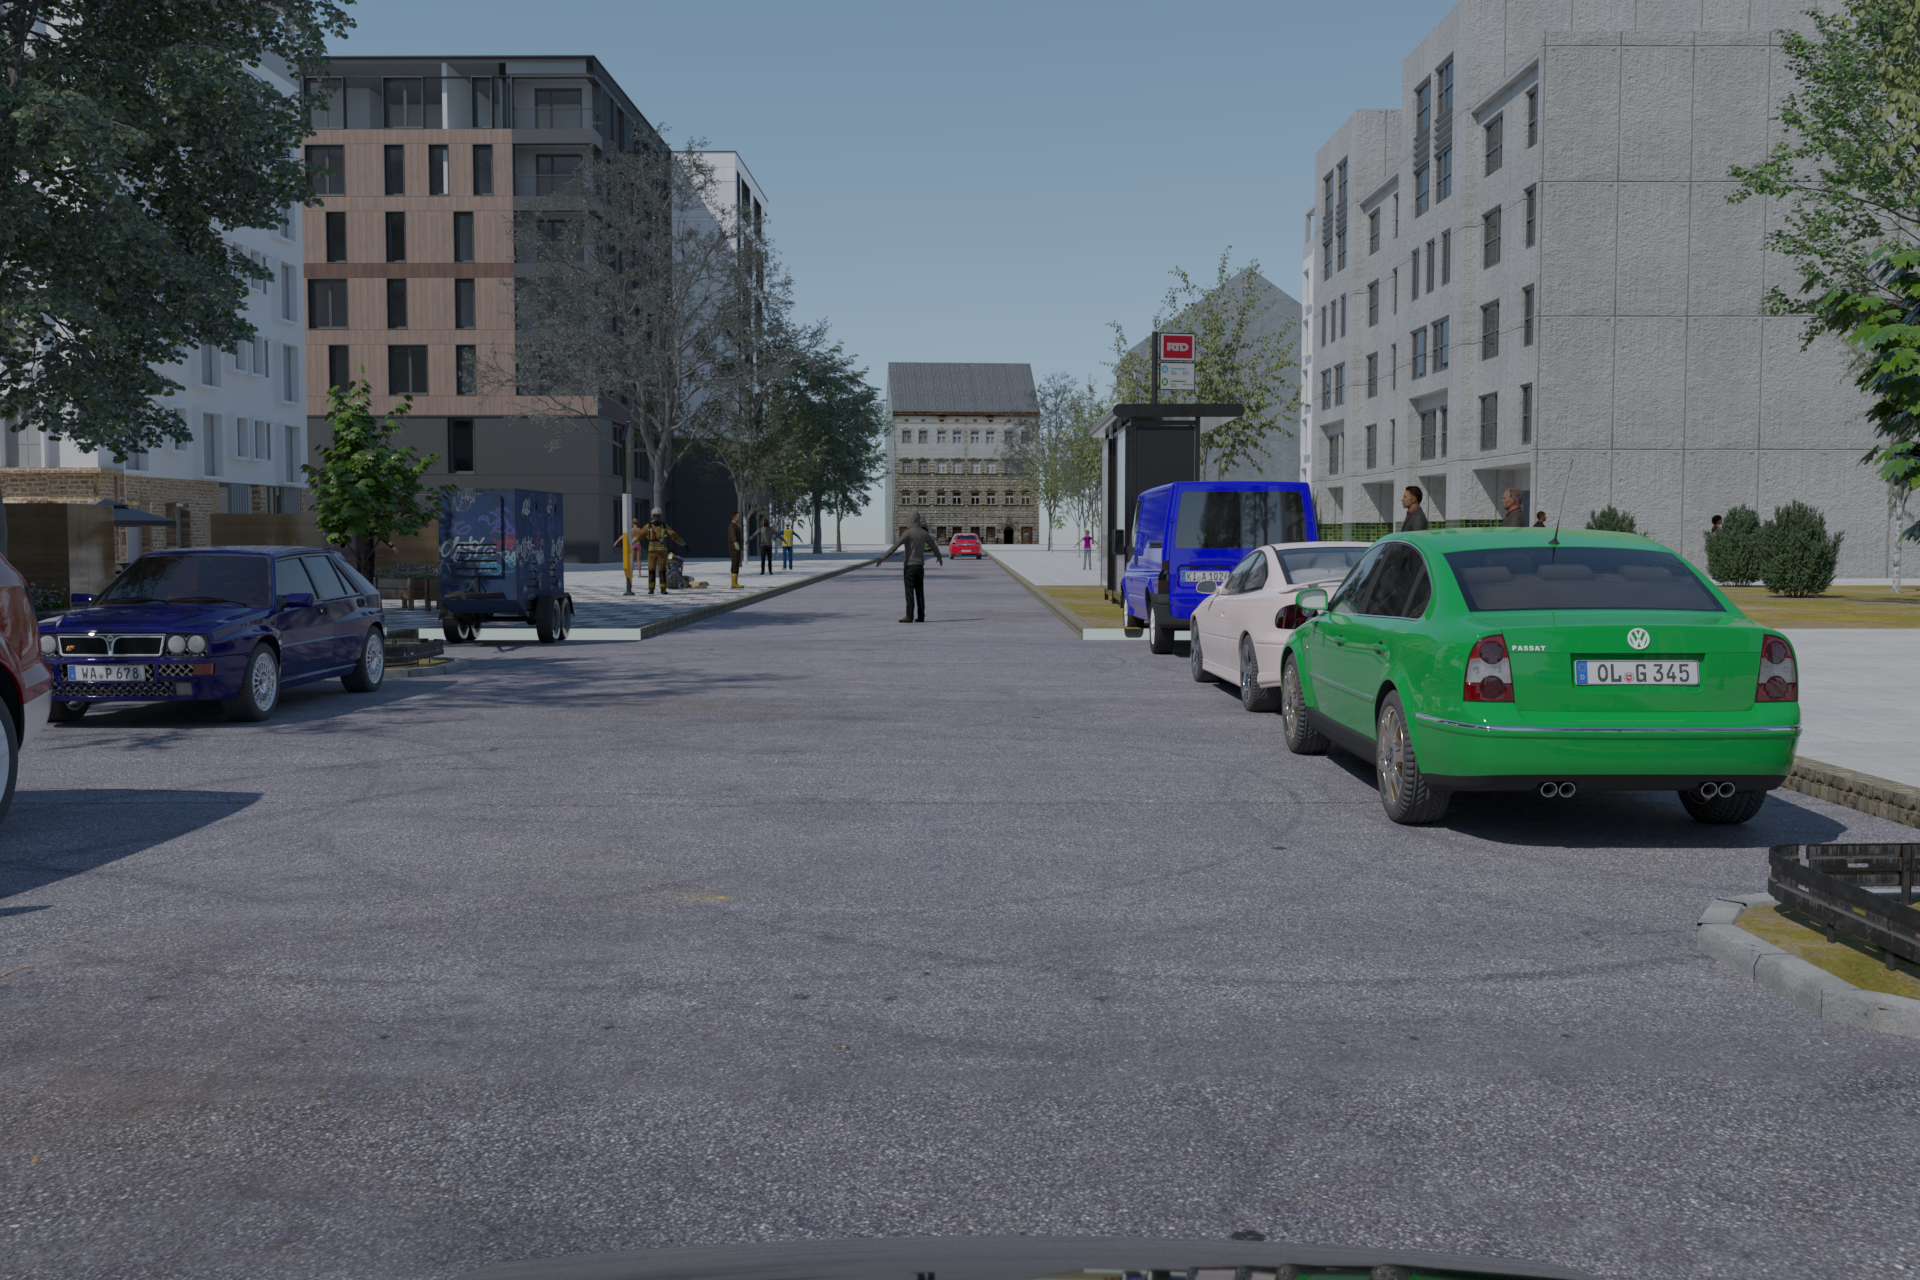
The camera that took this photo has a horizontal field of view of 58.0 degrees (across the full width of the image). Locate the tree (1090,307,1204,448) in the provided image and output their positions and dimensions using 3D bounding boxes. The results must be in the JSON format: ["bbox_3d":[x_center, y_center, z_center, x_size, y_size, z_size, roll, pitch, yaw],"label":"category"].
[{"bbox_3d":[6.103,-6.530,57.130,4.737,8.622,4.395,0,3,0],"label":"tree"}]

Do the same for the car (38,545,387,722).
[{"bbox_3d":[-6.169,-0.114,14.443,1.945,1.354,3.894,0,4,0],"label":"car"}]

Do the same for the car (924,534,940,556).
[{"bbox_3d":[-2.331,-6.398,114.835,2.015,1.641,3.980,0,4,1],"label":"car"}]

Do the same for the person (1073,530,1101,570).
[{"bbox_3d":[4.561,-3.229,62.056,0.991,1.433,0.599,0,4,-1],"label":"person"}]

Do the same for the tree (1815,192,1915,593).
[{"bbox_3d":[20.278,-5.343,37.720,4.360,8.622,3.978,0,3,0],"label":"tree"}]

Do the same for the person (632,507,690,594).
[{"bbox_3d":[-6.455,-1.906,36.928,1.354,1.858,0.705,-1,4,-13],"label":"person"}]

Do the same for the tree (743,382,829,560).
[{"bbox_3d":[-8.799,-8.202,84.461,4.737,8.622,4.395,0,3,0],"label":"tree"}]

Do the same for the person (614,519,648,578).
[{"bbox_3d":[-9.565,-2.697,50.893,1.217,1.733,0.721,-2,4,-27],"label":"person"}]

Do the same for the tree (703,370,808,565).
[{"bbox_3d":[-9.238,-7.493,72.866,4.360,8.622,3.978,0,3,0],"label":"tree"}]

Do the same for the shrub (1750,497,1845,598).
[{"bbox_3d":[16.874,-1.865,34.915,1.690,2.028,1.600,0,3,0],"label":"shrub"}]

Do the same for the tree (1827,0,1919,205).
[{"bbox_3d":[9.667,-3.965,15.184,4.737,8.622,4.395,0,3,0],"label":"tree"}]

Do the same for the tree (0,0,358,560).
[{"bbox_3d":[-12.301,-7.019,21.417,9.857,13.997,8.962,0,3,0],"label":"tree"}]

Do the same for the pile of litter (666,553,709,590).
[{"bbox_3d":[-6.491,-1.644,40.848,1.176,0.858,1.719,0,4,-1],"label":"pile of litter"}]

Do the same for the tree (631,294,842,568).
[{"bbox_3d":[-8.545,-8.042,65.899,8.767,10.594,7.601,0,4,2],"label":"tree"}]

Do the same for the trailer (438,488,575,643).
[{"bbox_3d":[-6.019,-0.935,22.335,1.471,1.999,3.904,0,4,0],"label":"trailer"}]

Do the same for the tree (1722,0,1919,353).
[{"bbox_3d":[16.551,-6.232,27.656,9.928,11.665,9.643,0,3,0],"label":"tree"}]

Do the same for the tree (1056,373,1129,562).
[{"bbox_3d":[6.670,-7.944,80.240,4.737,8.622,4.395,0,3,0],"label":"tree"}]

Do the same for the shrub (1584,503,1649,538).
[{"bbox_3d":[15.352,-2.227,40.835,1.690,2.028,1.600,0,3,0],"label":"shrub"}]

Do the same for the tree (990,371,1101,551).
[{"bbox_3d":[6.850,-13.385,129.215,12.009,13.543,11.850,0,3,0],"label":"tree"}]

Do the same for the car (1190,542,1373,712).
[{"bbox_3d":[3.209,-0.182,15.333,2.083,1.381,4.827,0,4,-1],"label":"car"}]

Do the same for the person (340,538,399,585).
[{"bbox_3d":[-11.565,-1.701,33.745,1.347,1.837,0.705,1,4,19],"label":"person"}]

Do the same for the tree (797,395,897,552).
[{"bbox_3d":[-8.525,-12.078,123.235,9.928,11.665,9.643,0,3,0],"label":"tree"}]

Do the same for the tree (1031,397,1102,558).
[{"bbox_3d":[6.506,-8.699,92.591,4.360,8.622,3.978,0,3,0],"label":"tree"}]

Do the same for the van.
[{"bbox_3d":[3.218,-1.096,22.305,2.240,2.365,5.245,0,4,0],"label":"van"}]

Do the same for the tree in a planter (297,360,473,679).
[{"bbox_3d":[-6.224,-1.270,17.994,1.991,3.239,1.994,0,4,1],"label":"tree in a planter"}]

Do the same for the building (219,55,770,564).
[{"bbox_3d":[-25.896,-15.089,90.683,27.936,21.610,32.646,0,4,1],"label":"building"}]

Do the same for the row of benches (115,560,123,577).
[{"bbox_3d":[-21.287,-1.600,41.617,1.422,0.672,4.104,0,4,-2],"label":"row of benches"}]

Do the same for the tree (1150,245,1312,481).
[{"bbox_3d":[6.802,-5.804,45.254,4.737,8.622,4.395,0,3,0],"label":"tree"}]

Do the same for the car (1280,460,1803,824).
[{"bbox_3d":[3.020,-0.069,9.922,1.959,1.807,4.718,0,4,0],"label":"car"}]

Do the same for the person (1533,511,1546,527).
[{"bbox_3d":[13.224,-2.028,39.390,0.704,1.802,1.346,0,4,-5],"label":"person"}]

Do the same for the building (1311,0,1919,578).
[{"bbox_3d":[24.873,-12.154,65.174,16.747,18.905,31.486,0,3,0],"label":"building"}]

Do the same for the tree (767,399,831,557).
[{"bbox_3d":[-9.288,-8.830,94.730,4.360,8.622,3.978,0,3,0],"label":"tree"}]

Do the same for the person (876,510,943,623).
[{"bbox_3d":[-0.762,-1.187,28.000,1.348,1.813,0.705,-3,5,-40],"label":"person"}]

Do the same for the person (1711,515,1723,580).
[{"bbox_3d":[21.326,-2.604,48.722,0.704,1.843,1.345,2,4,30],"label":"person"}]

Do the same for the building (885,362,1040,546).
[{"bbox_3d":[-0.080,-23.685,220.631,18.063,23.208,19.493,0,4,-5],"label":"building"}]

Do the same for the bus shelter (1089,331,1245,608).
[{"bbox_3d":[3.587,-3.332,32.115,2.179,5.291,8.768,0,4,1],"label":"bus shelter"}]

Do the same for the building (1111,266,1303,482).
[{"bbox_3d":[23.718,-19.624,151.778,19.493,23.208,18.063,0,4,0],"label":"building"}]

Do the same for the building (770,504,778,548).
[{"bbox_3d":[-22.282,-13.910,169.570,9.099,9.664,28.070,0,4,0],"label":"building"}]

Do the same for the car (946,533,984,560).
[{"bbox_3d":[0.297,-5.463,98.362,2.155,1.783,4.494,0,4,-1],"label":"car"}]

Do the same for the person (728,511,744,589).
[{"bbox_3d":[-5.258,-2.120,40.796,0.704,1.812,1.346,0,4,-3],"label":"person"}]

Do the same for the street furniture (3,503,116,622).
[{"bbox_3d":[-16.936,-1.149,25.638,9.812,1.723,11.010,0,4,-7],"label":"street furniture"}]

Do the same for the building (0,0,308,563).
[{"bbox_3d":[-28.387,-11.779,49.000,16.016,20.090,11.380,0,4,-1],"label":"building"}]

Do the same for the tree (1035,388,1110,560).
[{"bbox_3d":[6.486,-8.356,86.989,4.360,8.622,3.978,0,3,0],"label":"tree"}]

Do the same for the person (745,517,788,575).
[{"bbox_3d":[-6.097,-2.962,54.550,1.348,1.813,0.705,0,4,-5],"label":"person"}]

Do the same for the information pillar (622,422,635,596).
[{"bbox_3d":[-6.897,-2.724,35.892,0.183,3.616,0.504,0,4,1],"label":"information pillar"}]

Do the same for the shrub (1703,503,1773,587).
[{"bbox_3d":[18.963,-2.330,42.140,1.661,2.075,1.752,0,3,0],"label":"shrub"}]

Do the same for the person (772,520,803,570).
[{"bbox_3d":[-6.193,-3.395,61.978,1.216,1.772,0.721,-1,4,-21],"label":"person"}]

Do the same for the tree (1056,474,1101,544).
[{"bbox_3d":[16.428,-18.664,215.523,12.009,13.543,11.850,0,3,0],"label":"tree"}]

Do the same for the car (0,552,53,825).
[{"bbox_3d":[-5.486,0.141,6.367,2.281,1.827,5.304,0,4,0],"label":"car"}]

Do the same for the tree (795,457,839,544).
[{"bbox_3d":[-18.794,-17.860,217.763,9.928,11.665,9.643,0,3,0],"label":"tree"}]

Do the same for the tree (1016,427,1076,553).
[{"bbox_3d":[6.119,-10.282,118.478,4.737,8.622,4.395,0,3,0],"label":"tree"}]

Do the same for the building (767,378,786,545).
[{"bbox_3d":[-25.362,-20.349,189.132,16.016,20.090,11.380,0,4,0],"label":"building"}]

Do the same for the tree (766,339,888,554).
[{"bbox_3d":[-9.433,-12.612,112.859,9.857,13.997,8.962,0,3,0],"label":"tree"}]

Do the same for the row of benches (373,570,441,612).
[{"bbox_3d":[-8.325,-0.807,28.656,4.104,0.672,1.422,3,4,38],"label":"row of benches"}]

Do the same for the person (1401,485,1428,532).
[{"bbox_3d":[4.993,-0.805,19.228,0.705,1.821,1.348,1,4,10],"label":"person"}]

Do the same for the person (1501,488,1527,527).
[{"bbox_3d":[6.301,-0.837,19.865,0.705,1.807,1.348,1,4,22],"label":"person"}]

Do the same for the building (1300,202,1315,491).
[{"bbox_3d":[24.724,-14.814,98.636,16.016,20.090,11.380,0,4,0],"label":"building"}]

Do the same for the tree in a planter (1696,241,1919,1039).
[{"bbox_3d":[3.537,-0.506,5.502,1.991,3.239,1.994,0,4,0],"label":"tree in a planter"}]

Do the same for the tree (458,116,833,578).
[{"bbox_3d":[-8.862,-8.583,50.709,12.009,13.543,11.850,0,3,0],"label":"tree"}]

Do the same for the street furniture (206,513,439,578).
[{"bbox_3d":[-13.450,-1.998,39.518,11.010,1.723,9.812,-2,4,-26],"label":"street furniture"}]
